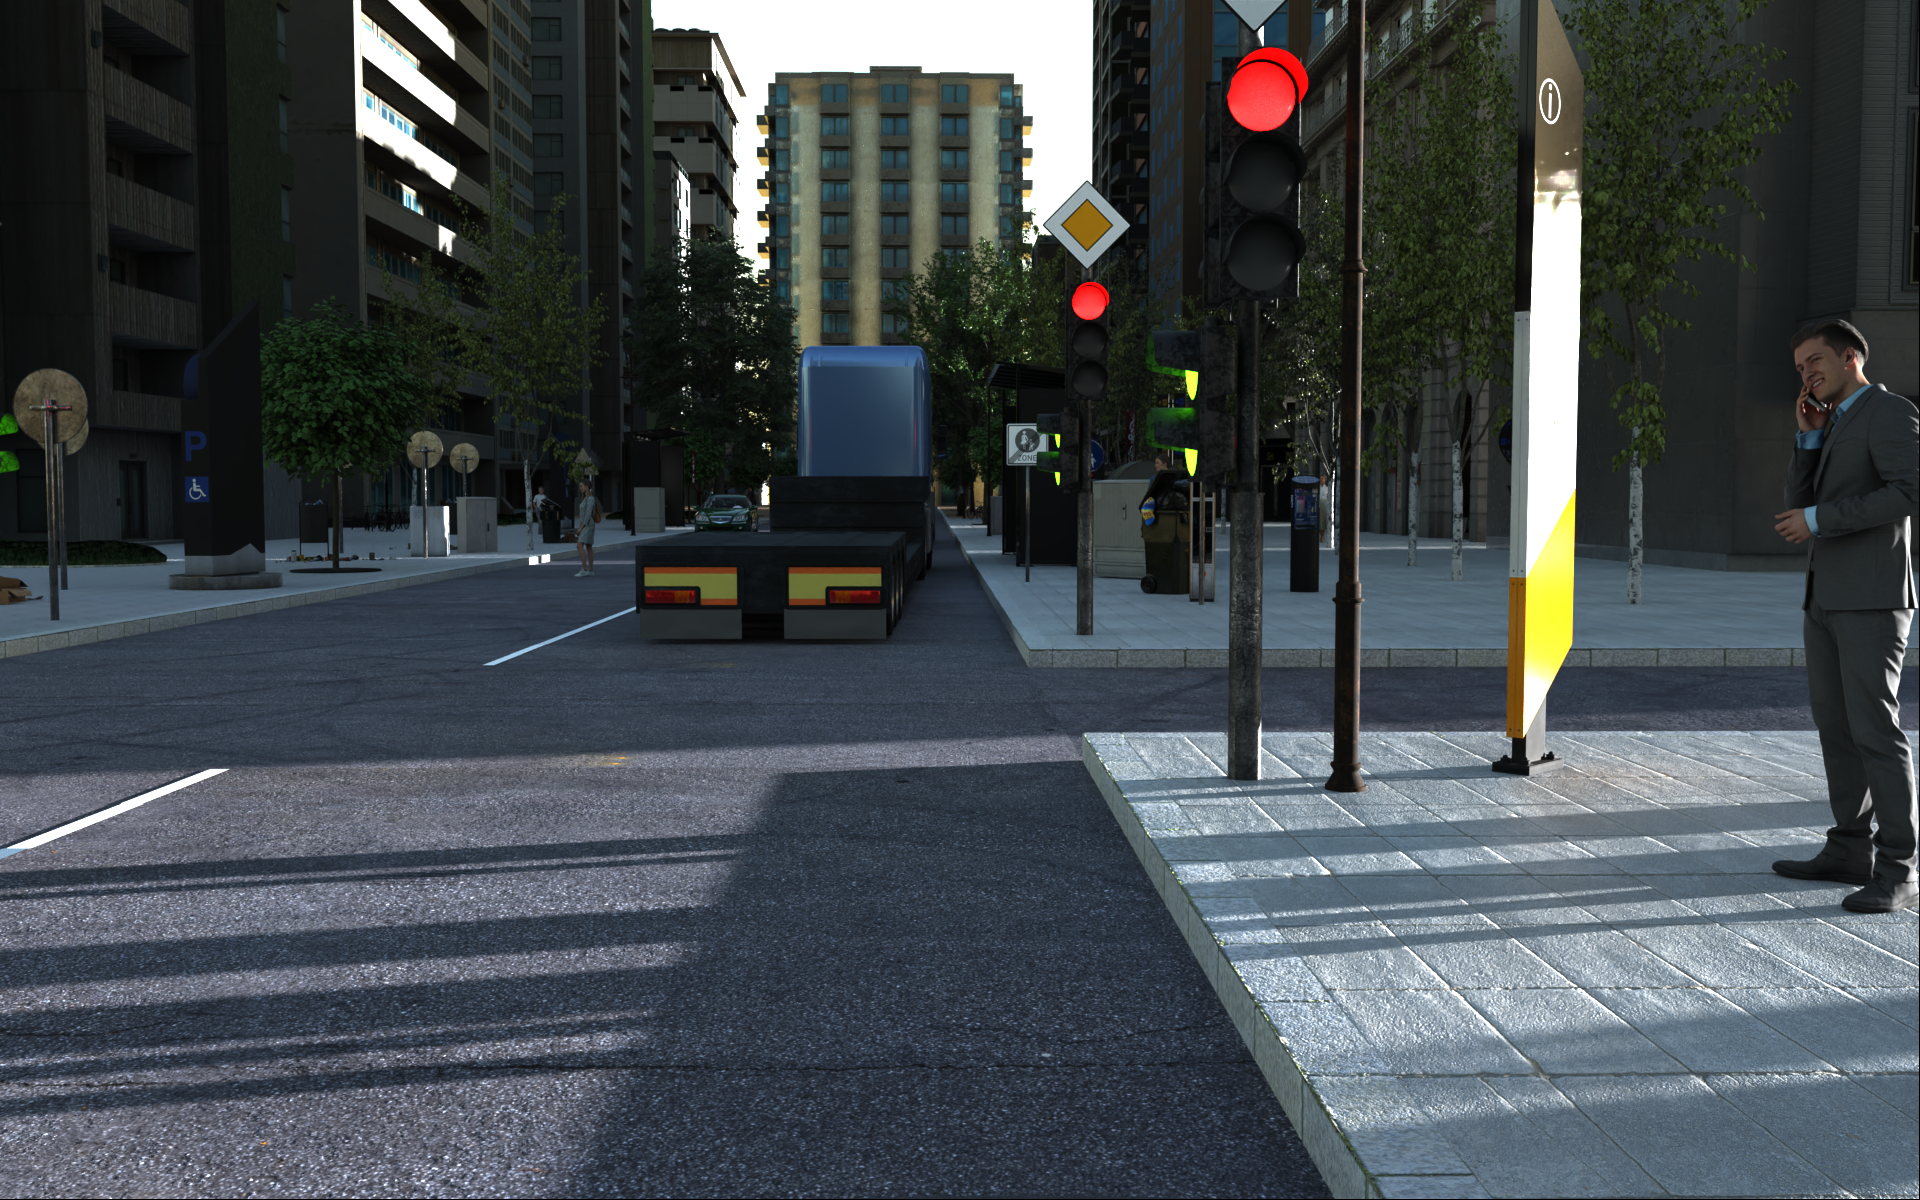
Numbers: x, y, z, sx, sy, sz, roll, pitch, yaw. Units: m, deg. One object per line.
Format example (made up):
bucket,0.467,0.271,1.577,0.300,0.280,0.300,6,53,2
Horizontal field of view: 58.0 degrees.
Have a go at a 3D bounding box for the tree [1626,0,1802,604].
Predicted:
tree,7.641,-4.257,19.968,4.737,8.622,4.395,0,3,0

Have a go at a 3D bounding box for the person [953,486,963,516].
person,-0.032,-5.669,99.462,0.721,1.736,1.217,-2,4,-32

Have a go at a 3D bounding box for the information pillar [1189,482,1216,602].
information pillar,2.897,-0.990,20.671,0.304,2.012,0.304,1,4,8

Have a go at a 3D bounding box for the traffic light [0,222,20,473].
traffic light,-8.938,-1.626,15.498,0.839,4.253,0.868,0,4,-1

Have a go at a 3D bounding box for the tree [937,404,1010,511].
tree,1.654,-4.859,63.161,4.285,4.588,4.351,0,3,0

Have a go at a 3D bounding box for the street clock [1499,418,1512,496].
street clock,5.125,-0.679,15.674,0.471,2.002,0.358,2,4,29

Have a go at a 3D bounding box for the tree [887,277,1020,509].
tree,-0.956,-18.114,152.060,12.611,20.169,13.585,0,3,0

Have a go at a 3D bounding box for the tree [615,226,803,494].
tree,-11.394,-10.750,82.417,9.857,13.997,8.962,0,3,0

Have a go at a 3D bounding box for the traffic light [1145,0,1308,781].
traffic light,1.265,-1.149,7.711,0.839,4.253,0.868,0,4,-1

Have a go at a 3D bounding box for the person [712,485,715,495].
person,-13.766,-5.628,97.684,0.705,1.869,1.348,2,4,25

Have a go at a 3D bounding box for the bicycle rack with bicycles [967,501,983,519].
bicycle rack with bicycles,2.057,-4.541,87.634,2.852,0.926,2.925,-2,4,-31

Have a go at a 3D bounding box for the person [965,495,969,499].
person,0.111,-7.979,136.507,1.348,1.822,0.705,3,5,39

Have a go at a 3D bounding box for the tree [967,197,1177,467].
tree,2.327,-5.703,43.614,4.737,8.622,4.395,0,3,0

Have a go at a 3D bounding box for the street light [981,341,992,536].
street light,0.882,-4.877,52.533,0.468,5.910,1.993,0,4,-1

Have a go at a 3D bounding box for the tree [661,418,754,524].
tree,-11.678,-5.547,74.410,4.285,4.588,4.351,0,3,0

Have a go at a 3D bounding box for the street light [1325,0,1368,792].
street light,1.678,-2.114,7.354,0.468,5.910,1.993,0,4,-1

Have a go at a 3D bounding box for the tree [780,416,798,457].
tree,-13.267,-13.892,161.550,7.601,10.594,8.767,1,4,17

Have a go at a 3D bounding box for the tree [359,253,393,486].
tree,-16.268,-6.184,51.468,4.737,8.622,4.395,0,3,0

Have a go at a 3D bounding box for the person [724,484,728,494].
person,-14.418,-6.142,106.102,1.348,1.869,0.705,2,4,28

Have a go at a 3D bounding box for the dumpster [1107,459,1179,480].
dumpster,3.189,-1.470,29.799,1.264,1.857,1.865,0,4,-1

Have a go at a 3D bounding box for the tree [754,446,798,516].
tree,-12.079,-7.159,100.767,4.285,4.588,4.351,0,3,0

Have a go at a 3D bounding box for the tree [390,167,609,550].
tree,-9.807,-5.430,39.144,4.737,8.622,4.395,0,3,0

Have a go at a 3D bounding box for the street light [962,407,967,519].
street light,0.216,-7.188,90.319,0.468,5.910,1.993,0,4,-1

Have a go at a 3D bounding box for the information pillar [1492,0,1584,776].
information pillar,2.703,-1.019,8.008,0.504,3.616,0.183,-3,5,-45

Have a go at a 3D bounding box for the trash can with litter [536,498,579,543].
trash can with litter,-10.503,-2.074,45.305,1.055,1.170,0.624,-3,5,-44

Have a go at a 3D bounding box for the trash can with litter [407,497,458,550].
trash can with litter,-12.120,-1.784,40.227,2.233,1.210,1.678,1,4,11

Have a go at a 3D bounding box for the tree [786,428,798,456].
tree,-12.716,-12.194,149.734,4.360,8.622,3.978,0,3,0

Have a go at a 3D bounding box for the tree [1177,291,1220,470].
tree,8.639,-6.397,54.961,4.737,8.622,4.395,0,3,0

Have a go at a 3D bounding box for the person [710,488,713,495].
person,-23.364,-9.606,163.191,0.705,1.814,1.350,-1,4,-21

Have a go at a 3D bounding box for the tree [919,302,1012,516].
tree,0.435,-11.245,101.976,7.486,12.596,7.792,0,3,0

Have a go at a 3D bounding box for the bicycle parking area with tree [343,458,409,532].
bicycle parking area with tree,-22.604,-4.481,60.263,8.231,4.147,9.016,-1,4,-21

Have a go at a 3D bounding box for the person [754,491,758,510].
person,-14.327,-6.898,119.769,0.756,1.711,0.436,-1,4,-10

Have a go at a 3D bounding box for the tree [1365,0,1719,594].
tree,7.421,-4.571,25.092,4.737,8.622,4.395,0,3,0

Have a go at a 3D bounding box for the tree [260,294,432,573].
tree,-10.404,-2.741,28.528,4.285,4.588,4.351,0,3,0

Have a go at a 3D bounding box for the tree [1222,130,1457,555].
tree,8.178,-5.247,36.146,4.360,8.622,3.978,0,3,0

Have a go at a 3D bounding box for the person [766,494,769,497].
person,-16.324,-8.791,150.599,1.217,1.723,0.721,-2,4,-24

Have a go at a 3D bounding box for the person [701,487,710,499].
person,-20.336,-8.089,138.277,0.705,1.826,1.348,2,4,28

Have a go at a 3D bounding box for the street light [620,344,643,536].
street light,-10.105,-4.929,53.374,0.468,5.910,1.993,0,4,-1

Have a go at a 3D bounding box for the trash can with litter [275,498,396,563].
trash can with litter,-12.017,-1.363,33.344,2.233,1.210,1.678,-1,4,-23

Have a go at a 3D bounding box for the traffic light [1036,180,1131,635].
traffic light,1.121,-1.638,15.694,0.839,4.253,0.868,0,4,-1

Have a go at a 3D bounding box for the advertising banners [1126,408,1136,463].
advertising banners,3.725,-2.354,34.674,0.090,3.025,2.074,-1,4,-17

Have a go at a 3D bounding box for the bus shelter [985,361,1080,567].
bus shelter,1.446,-2.591,33.638,1.731,3.624,6.357,0,4,-1

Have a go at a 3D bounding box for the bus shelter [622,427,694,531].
bus shelter,-11.074,-4.437,63.830,1.731,3.624,6.357,0,4,-1

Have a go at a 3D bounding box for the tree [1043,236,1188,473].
tree,4.551,-6.088,49.900,4.360,8.622,3.978,0,3,0

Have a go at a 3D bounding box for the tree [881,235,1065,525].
tree,0.943,-8.899,71.253,9.928,11.665,9.643,0,3,0

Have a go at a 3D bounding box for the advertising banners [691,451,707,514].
advertising banners,-10.751,-4.593,71.288,0.090,3.025,2.074,1,4,8

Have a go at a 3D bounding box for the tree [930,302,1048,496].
tree,1.535,-9.108,83.321,8.767,10.594,7.601,0,4,-8

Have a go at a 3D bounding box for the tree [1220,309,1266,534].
tree,7.859,-4.918,30.774,4.737,8.622,4.395,0,3,0
